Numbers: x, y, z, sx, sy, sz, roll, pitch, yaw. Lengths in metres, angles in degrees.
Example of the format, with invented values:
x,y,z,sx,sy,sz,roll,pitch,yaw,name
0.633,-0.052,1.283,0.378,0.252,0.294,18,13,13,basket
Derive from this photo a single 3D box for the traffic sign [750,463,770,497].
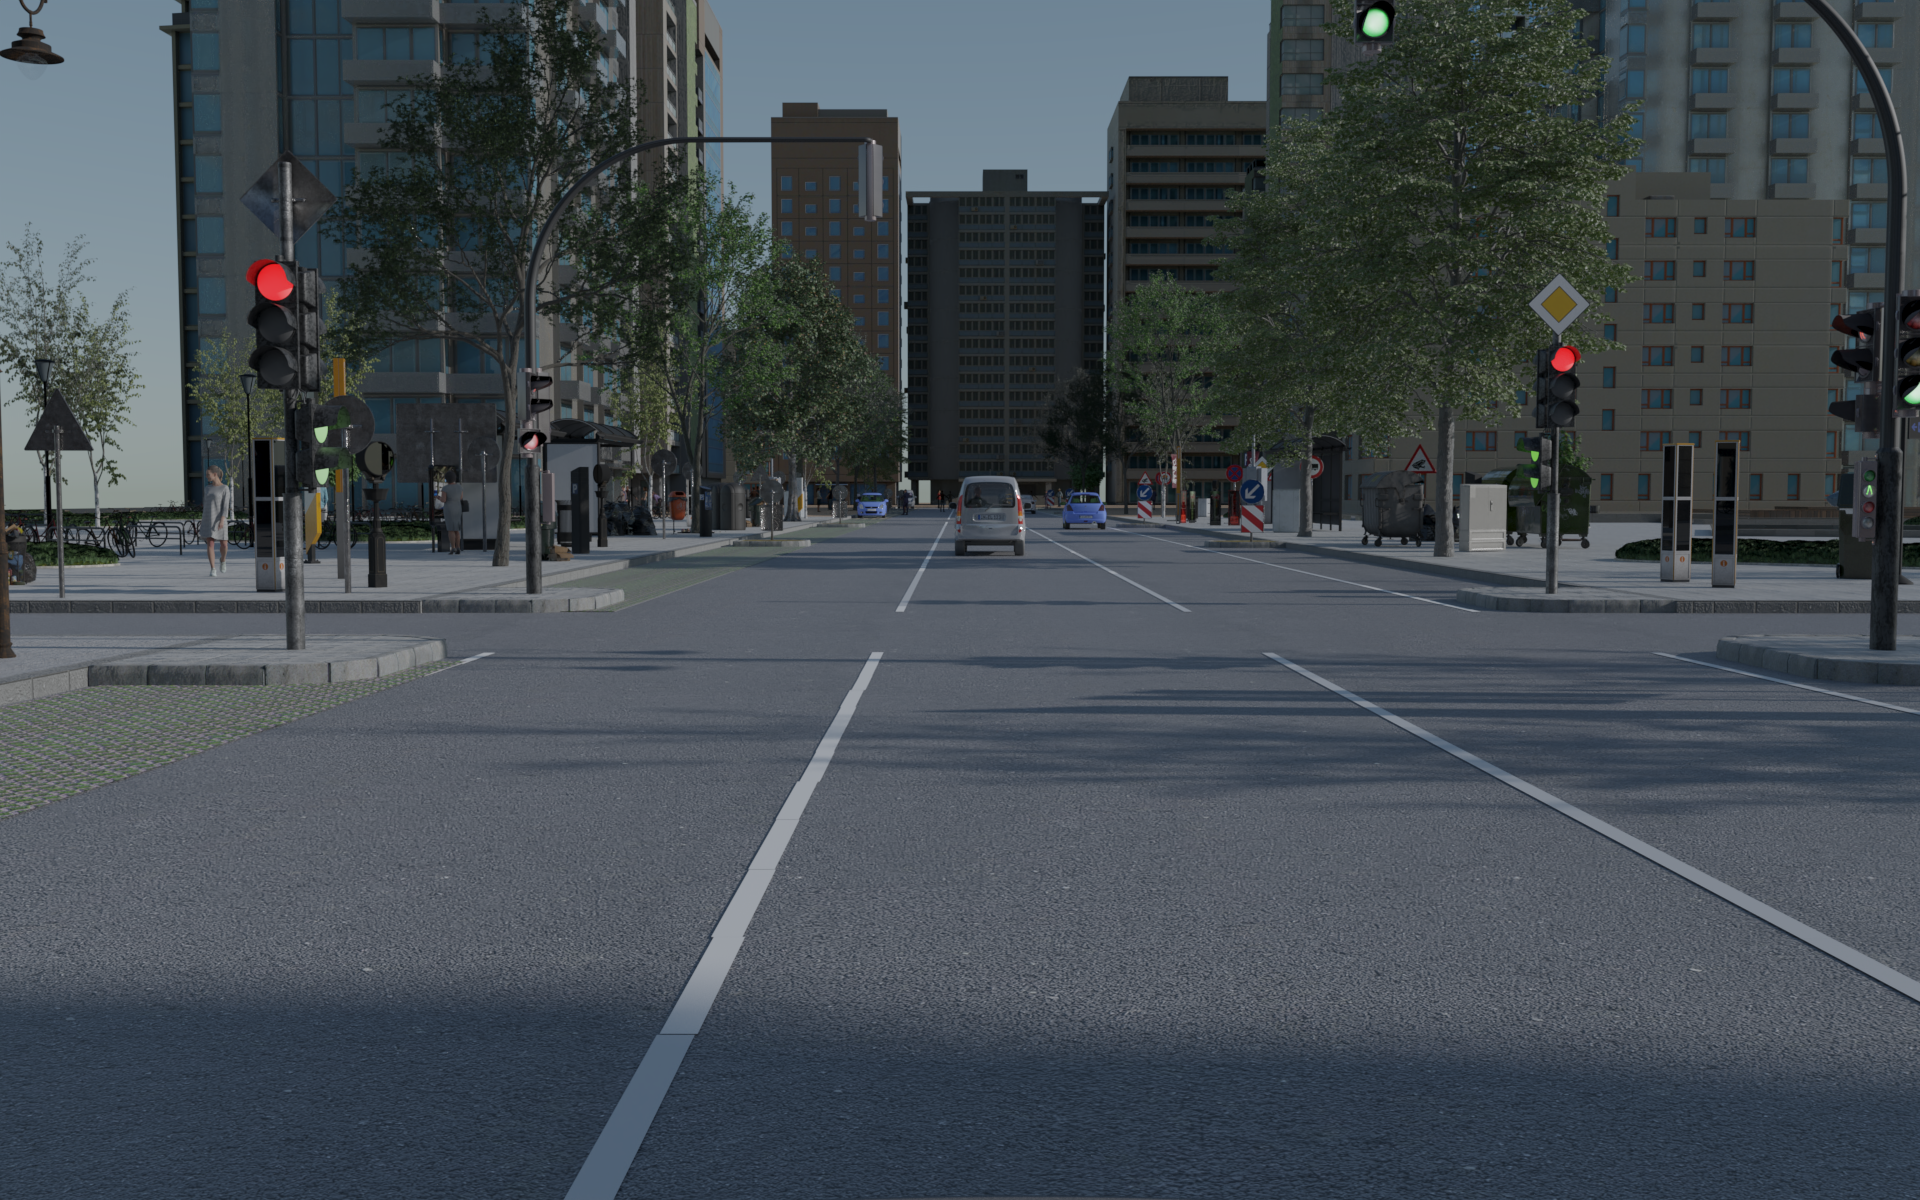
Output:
x,y,z,sx,sy,sz,roll,pitch,yaw,name
-8.386,-4.450,72.763,0.884,2.594,0.081,1,4,9,traffic sign

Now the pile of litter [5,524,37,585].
x,y,z,sx,sy,sz,roll,pitch,yaw,name
-13.753,-0.648,24.561,1.176,0.858,1.719,0,4,-1,pile of litter

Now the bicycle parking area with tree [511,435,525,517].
x,y,z,sx,sy,sz,roll,pitch,yaw,name
-23.110,-5.101,70.397,9.016,4.147,8.231,2,4,26,bicycle parking area with tree

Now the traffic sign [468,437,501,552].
x,y,z,sx,sy,sz,roll,pitch,yaw,name
-10.548,-2.341,38.377,0.768,2.556,0.104,1,4,9,traffic sign

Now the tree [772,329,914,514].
x,y,z,sx,sy,sz,roll,pitch,yaw,name
-8.131,-12.411,113.284,12.009,13.543,11.850,0,3,0,tree

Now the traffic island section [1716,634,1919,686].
x,y,z,sx,sy,sz,roll,pitch,yaw,name
7.629,0.487,14.314,2.009,0.180,2.903,0,3,0,traffic island section

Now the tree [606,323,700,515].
x,y,z,sx,sy,sz,roll,pitch,yaw,name
-12.835,-7.416,71.621,4.737,8.622,4.395,0,3,0,tree

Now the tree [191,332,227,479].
x,y,z,sx,sy,sz,roll,pitch,yaw,name
-32.337,-7.762,77.268,4.737,8.622,4.395,0,3,0,tree

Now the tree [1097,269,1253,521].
x,y,z,sx,sy,sz,roll,pitch,yaw,name
10.165,-9.511,81.266,9.928,11.665,9.643,0,3,0,tree

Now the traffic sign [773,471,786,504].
x,y,z,sx,sy,sz,roll,pitch,yaw,name
-9.983,-5.831,95.443,0.768,2.556,0.104,0,4,3,traffic sign

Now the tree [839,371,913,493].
x,y,z,sx,sy,sz,roll,pitch,yaw,name
-7.954,-14.774,159.680,7.486,12.596,7.792,0,3,0,tree

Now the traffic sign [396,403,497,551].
x,y,z,sx,sy,sz,roll,pitch,yaw,name
-11.500,-2.748,38.800,2.265,3.308,0.079,0,4,2,traffic sign

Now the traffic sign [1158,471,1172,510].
x,y,z,sx,sy,sz,roll,pitch,yaw,name
11.517,-5.947,97.343,0.768,2.556,0.104,0,4,8,traffic sign

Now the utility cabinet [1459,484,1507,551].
x,y,z,sx,sy,sz,roll,pitch,yaw,name
11.657,-1.828,38.572,1.173,1.500,0.318,-2,4,-31,utility cabinet

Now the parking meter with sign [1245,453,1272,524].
x,y,z,sx,sy,sz,roll,pitch,yaw,name
13.035,-4.742,73.790,1.738,3.016,0.543,0,4,-5,parking meter with sign

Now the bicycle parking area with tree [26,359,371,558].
x,y,z,sx,sy,sz,roll,pitch,yaw,name
-18.136,-3.189,39.137,9.016,4.147,8.231,3,5,41,bicycle parking area with tree

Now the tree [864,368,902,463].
x,y,z,sx,sy,sz,roll,pitch,yaw,name
-7.959,-12.739,134.045,9.928,11.665,9.643,0,3,0,tree

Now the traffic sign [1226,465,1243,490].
x,y,z,sx,sy,sz,roll,pitch,yaw,name
11.858,-4.570,74.823,0.768,2.556,0.104,1,4,9,traffic sign

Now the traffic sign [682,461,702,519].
x,y,z,sx,sy,sz,roll,pitch,yaw,name
-10.183,-4.022,65.867,0.768,2.556,0.104,0,4,4,traffic sign

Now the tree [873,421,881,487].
x,y,z,sx,sy,sz,roll,pitch,yaw,name
-7.895,-11.694,141.565,4.737,8.622,4.395,0,3,0,tree

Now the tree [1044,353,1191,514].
x,y,z,sx,sy,sz,roll,pitch,yaw,name
10.733,-10.774,110.573,8.767,10.594,7.601,1,4,16,tree

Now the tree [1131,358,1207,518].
x,y,z,sx,sy,sz,roll,pitch,yaw,name
10.919,-8.673,92.164,4.360,8.622,3.978,0,3,0,tree

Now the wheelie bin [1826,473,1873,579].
x,y,z,sx,sy,sz,roll,pitch,yaw,name
13.671,-1.123,26.271,0.980,1.594,0.693,2,4,35,wheelie bin

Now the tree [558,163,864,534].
x,y,z,sx,sy,sz,roll,pitch,yaw,name
-8.702,-7.966,55.996,9.928,11.665,9.643,0,3,0,tree

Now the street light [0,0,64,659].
x,y,z,sx,sy,sz,roll,pitch,yaw,name
-7.504,-2.484,13.408,0.468,5.910,1.993,0,3,0,street light

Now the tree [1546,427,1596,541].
x,y,z,sx,sy,sz,roll,pitch,yaw,name
16.382,-3.233,47.459,1.663,3.219,1.824,0,3,0,tree

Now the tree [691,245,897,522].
x,y,z,sx,sy,sz,roll,pitch,yaw,name
-7.796,-9.989,80.332,9.611,12.733,9.660,0,3,0,tree

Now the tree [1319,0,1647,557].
x,y,z,sx,sy,sz,roll,pitch,yaw,name
10.160,-7.134,34.768,7.486,12.596,7.792,0,3,0,tree

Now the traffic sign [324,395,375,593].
x,y,z,sx,sy,sz,roll,pitch,yaw,name
-7.917,-1.359,22.332,0.768,2.556,0.104,0,4,3,traffic sign

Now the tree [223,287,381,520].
x,y,z,sx,sy,sz,roll,pitch,yaw,name
-22.596,-6.749,60.705,4.737,8.622,4.395,0,3,0,tree

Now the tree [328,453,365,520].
x,y,z,sx,sy,sz,roll,pitch,yaw,name
-31.329,-6.282,86.421,4.285,4.588,4.351,0,3,0,tree

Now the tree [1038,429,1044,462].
x,y,z,sx,sy,sz,roll,pitch,yaw,name
9.644,-12.458,138.106,8.767,10.594,7.601,3,5,41,tree

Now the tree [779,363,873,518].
x,y,z,sx,sy,sz,roll,pitch,yaw,name
-7.945,-8.600,90.971,4.737,8.622,4.395,0,3,0,tree

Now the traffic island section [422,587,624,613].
x,y,z,sx,sy,sz,roll,pitch,yaw,name
-5.504,-0.002,22.318,2.009,0.180,2.903,0,3,0,traffic island section

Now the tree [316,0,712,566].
x,y,z,sx,sy,sz,roll,pitch,yaw,name
-7.816,-5.871,30.407,7.601,10.594,8.767,0,4,2,tree

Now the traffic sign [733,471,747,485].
x,y,z,sx,sy,sz,roll,pitch,yaw,name
-11.853,-5.696,93.234,0.768,2.556,0.104,1,4,10,traffic sign

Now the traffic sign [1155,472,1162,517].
x,y,z,sx,sy,sz,roll,pitch,yaw,name
11.386,-5.970,97.712,0.768,2.556,0.104,1,4,10,traffic sign

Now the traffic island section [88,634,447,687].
x,y,z,sx,sy,sz,roll,pitch,yaw,name
-5.512,0.486,14.333,2.009,0.180,2.903,0,3,0,traffic island section

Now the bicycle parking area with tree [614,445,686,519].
x,y,z,sx,sy,sz,roll,pitch,yaw,name
-18.364,-6.394,91.540,9.016,4.147,8.231,1,4,22,bicycle parking area with tree

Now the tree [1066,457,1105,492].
x,y,z,sx,sy,sz,roll,pitch,yaw,name
10.616,-9.957,146.508,4.285,4.588,4.351,0,3,0,tree

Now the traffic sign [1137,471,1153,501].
x,y,z,sx,sy,sz,roll,pitch,yaw,name
10.410,-5.959,97.431,0.884,2.594,0.081,0,4,1,traffic sign

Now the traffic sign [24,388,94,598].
x,y,z,sx,sy,sz,roll,pitch,yaw,name
-11.088,-1.303,21.313,0.884,2.594,0.081,0,4,4,traffic sign

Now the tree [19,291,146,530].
x,y,z,sx,sy,sz,roll,pitch,yaw,name
-31.224,-6.836,62.129,4.737,8.622,4.395,0,3,0,tree

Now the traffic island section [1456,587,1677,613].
x,y,z,sx,sy,sz,roll,pitch,yaw,name
7.637,-0.001,22.299,2.009,0.180,2.903,0,3,0,traffic island section

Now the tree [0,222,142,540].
x,y,z,sx,sy,sz,roll,pitch,yaw,name
-25.143,-5.971,47.982,4.360,8.622,3.978,0,3,0,tree

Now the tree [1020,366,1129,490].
x,y,z,sx,sy,sz,roll,pitch,yaw,name
10.790,-15.474,163.367,12.009,13.543,11.850,0,3,0,tree

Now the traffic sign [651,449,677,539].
x,y,z,sx,sy,sz,roll,pitch,yaw,name
-8.410,-2.999,49.142,0.768,2.556,0.104,1,4,9,traffic sign
